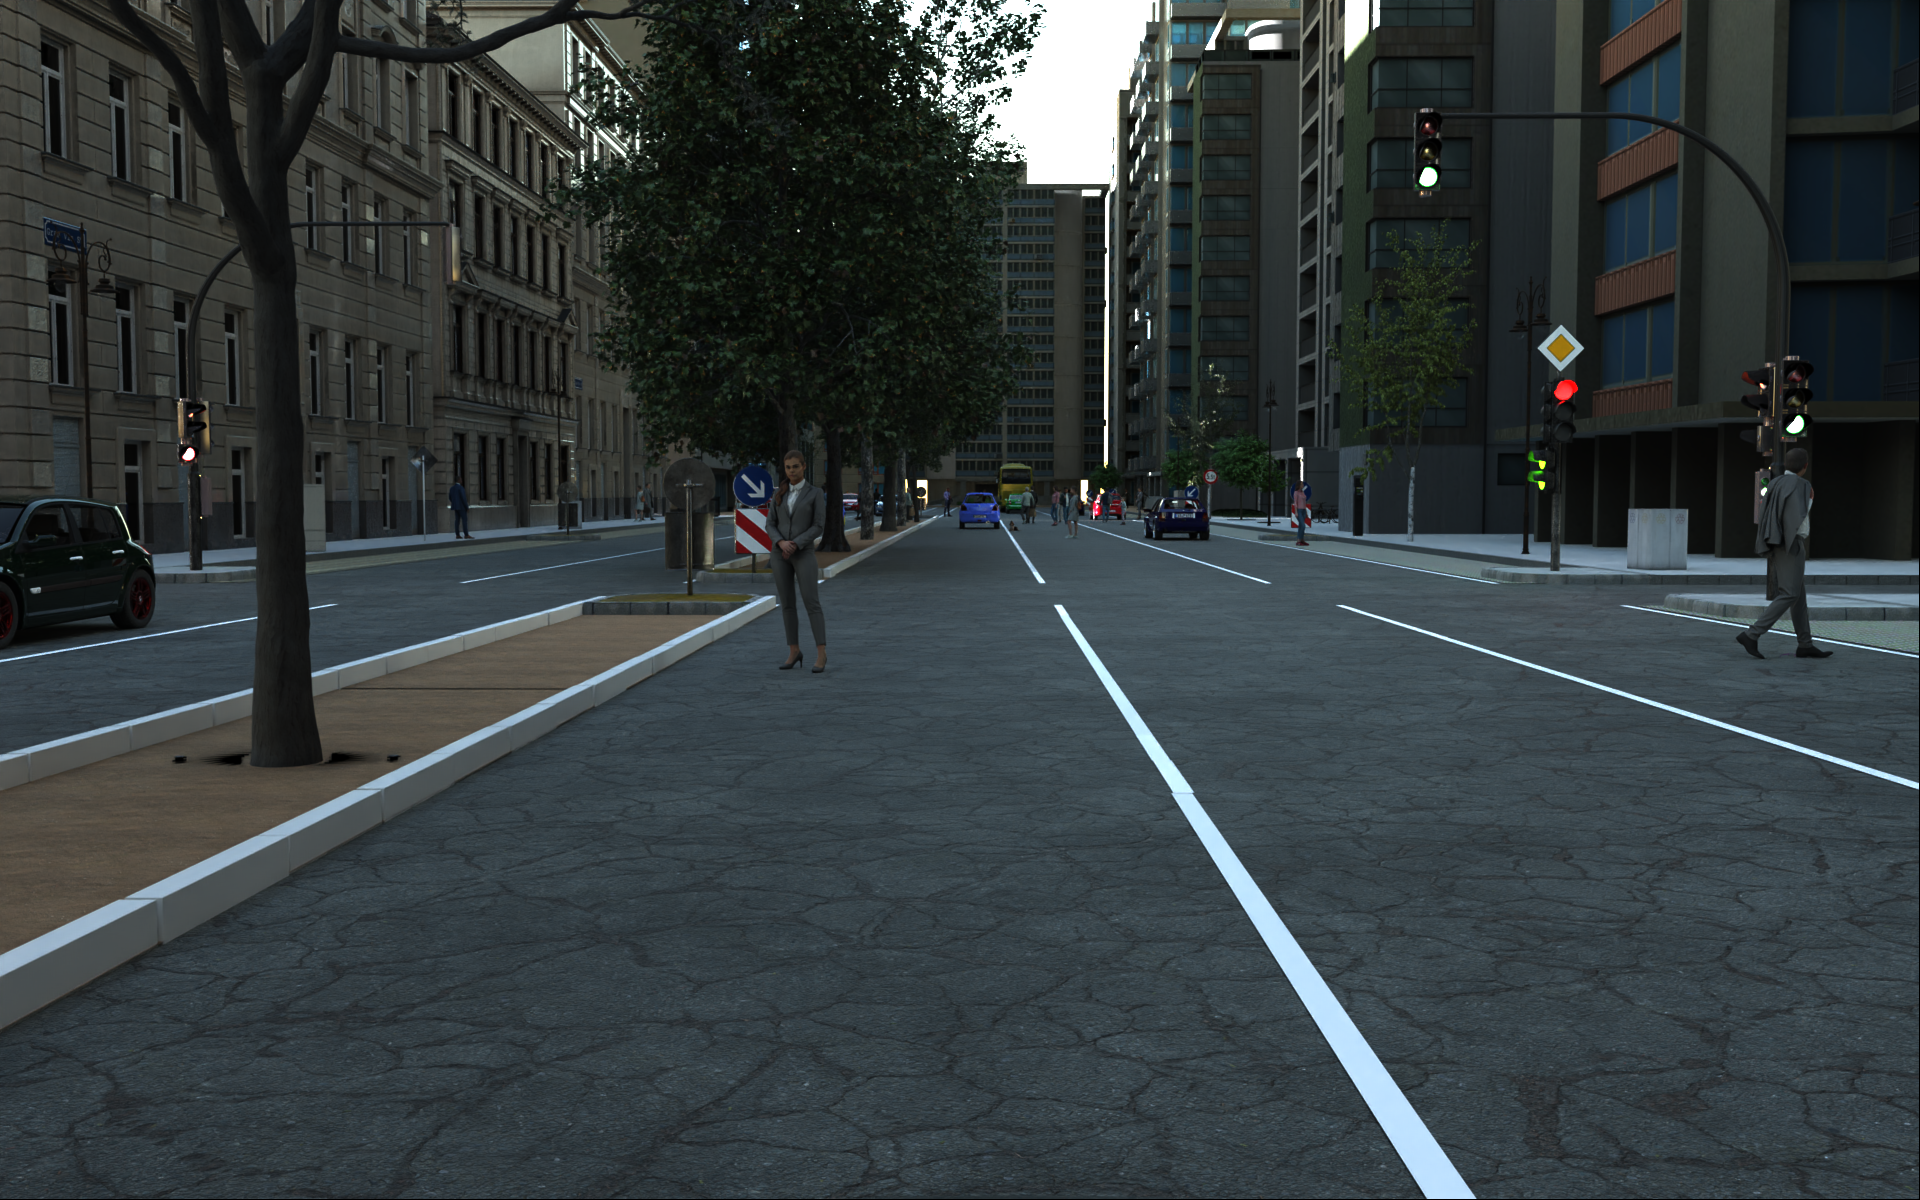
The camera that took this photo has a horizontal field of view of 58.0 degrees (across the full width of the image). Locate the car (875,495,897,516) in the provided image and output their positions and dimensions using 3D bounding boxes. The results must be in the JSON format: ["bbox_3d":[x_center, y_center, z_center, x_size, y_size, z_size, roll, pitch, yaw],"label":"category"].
[{"bbox_3d":[-4.562,-6.199,113.356,2.014,1.417,4.499,0,4,1],"label":"car"}]

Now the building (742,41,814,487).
[{"bbox_3d":[-30.766,-52.192,166.018,31.000,86.520,22.319,0,4,1],"label":"building"}]

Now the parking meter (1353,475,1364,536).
[{"bbox_3d":[12.230,-2.903,53.172,0.255,1.863,0.399,0,4,3],"label":"parking meter"}]

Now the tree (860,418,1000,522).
[{"bbox_3d":[-2.161,-9.236,87.876,8.767,10.594,7.601,0,4,1],"label":"tree"}]

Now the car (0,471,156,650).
[{"bbox_3d":[-9.612,-0.447,17.102,2.009,1.686,4.222,0,4,2],"label":"car"}]

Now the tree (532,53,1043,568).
[{"bbox_3d":[-3.210,-6.896,32.219,9.611,12.733,9.660,0,3,0],"label":"tree"}]

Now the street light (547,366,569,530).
[{"bbox_3d":[-14.464,-5.488,62.510,0.468,5.910,1.993,0,4,1],"label":"street light"}]

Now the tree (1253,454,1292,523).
[{"bbox_3d":[13.559,-5.008,76.486,1.663,3.219,1.824,0,3,0],"label":"tree"}]

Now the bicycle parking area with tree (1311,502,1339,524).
[{"bbox_3d":[19.345,-5.484,76.672,8.231,4.147,9.016,-2,4,-31],"label":"bicycle parking area with tree"}]

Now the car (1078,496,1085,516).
[{"bbox_3d":[7.487,-6.379,116.881,1.945,1.354,3.894,0,4,2],"label":"car"}]

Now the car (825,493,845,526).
[{"bbox_3d":[-5.947,-3.996,74.927,1.945,1.707,3.694,0,4,2],"label":"car"}]

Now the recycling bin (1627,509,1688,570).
[{"bbox_3d":[11.912,-1.042,29.585,0.722,1.027,0.722,-1,4,-11],"label":"recycling bin"}]

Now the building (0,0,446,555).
[{"bbox_3d":[-22.634,-15.030,43.002,12.463,27.353,25.104,0,4,1],"label":"building"}]

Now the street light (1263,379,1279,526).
[{"bbox_3d":[12.487,-5.932,69.781,0.468,5.910,1.993,0,4,1],"label":"street light"}]

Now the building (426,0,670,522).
[{"bbox_3d":[-22.549,-17.740,87.311,12.463,27.353,25.104,0,4,1],"label":"building"}]

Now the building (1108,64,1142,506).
[{"bbox_3d":[27.885,-35.190,199.064,21.600,48.544,21.300,0,4,1],"label":"building"}]

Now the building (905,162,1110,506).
[{"bbox_3d":[5.162,-31.392,205.143,23.993,40.220,32.217,0,4,1],"label":"building"}]

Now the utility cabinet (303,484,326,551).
[{"bbox_3d":[-14.654,-1.808,38.233,1.173,1.500,0.318,-2,4,-30],"label":"utility cabinet"}]

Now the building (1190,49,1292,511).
[{"bbox_3d":[22.364,-21.085,116.440,14.160,30.474,14.107,0,4,1],"label":"building"}]

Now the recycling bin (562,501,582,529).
[{"bbox_3d":[-14.408,-3.164,64.289,0.722,1.027,0.722,-1,4,-12],"label":"recycling bin"}]

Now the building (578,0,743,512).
[{"bbox_3d":[-26.671,-30.045,114.935,21.300,48.544,21.600,0,4,1],"label":"building"}]

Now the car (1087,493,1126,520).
[{"bbox_3d":[8.212,-5.349,96.502,2.155,1.783,4.494,0,4,0],"label":"car"}]

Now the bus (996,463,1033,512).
[{"bbox_3d":[4.379,-8.992,138.561,2.896,3.916,12.252,0,4,1],"label":"bus"}]

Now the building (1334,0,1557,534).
[{"bbox_3d":[20.252,-17.727,61.539,14.160,30.474,14.107,0,4,1],"label":"building"}]

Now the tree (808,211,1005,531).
[{"bbox_3d":[-2.757,-9.613,66.279,9.857,13.997,8.962,0,3,0],"label":"tree"}]

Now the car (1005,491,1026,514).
[{"bbox_3d":[4.272,-7.267,127.611,1.959,1.807,4.718,0,4,0],"label":"car"}]

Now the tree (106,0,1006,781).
[{"bbox_3d":[-3.545,-5.860,8.634,12.009,13.543,11.850,0,3,0],"label":"tree"}]

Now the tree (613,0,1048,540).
[{"bbox_3d":[-4.109,-11.998,54.515,12.611,20.169,13.585,0,3,0],"label":"tree"}]

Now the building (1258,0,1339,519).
[{"bbox_3d":[28.065,-39.988,92.062,20.563,71.187,20.611,0,4,1],"label":"building"}]

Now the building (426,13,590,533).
[{"bbox_3d":[-21.329,-12.279,65.391,10.561,19.102,19.286,0,4,1],"label":"building"}]

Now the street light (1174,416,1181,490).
[{"bbox_3d":[12.944,-7.948,102.742,0.468,5.910,1.993,0,4,1],"label":"street light"}]

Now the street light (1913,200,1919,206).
[{"bbox_3d":[11.811,-2.912,20.404,0.468,5.910,1.993,0,4,1],"label":"street light"}]

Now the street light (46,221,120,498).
[{"bbox_3d":[-14.933,-3.476,29.627,0.468,5.910,1.993,0,4,1],"label":"street light"}]

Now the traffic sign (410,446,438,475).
[{"bbox_3d":[-14.603,-2.901,47.157,0.795,2.593,0.064,0,4,6],"label":"traffic sign"}]

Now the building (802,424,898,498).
[{"bbox_3d":[-21.514,-21.941,203.768,28.899,21.520,27.650,0,4,1],"label":"building"}]

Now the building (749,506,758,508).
[{"bbox_3d":[-32.311,-27.287,138.018,32.217,40.220,23.993,0,4,1],"label":"building"}]

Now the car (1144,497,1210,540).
[{"bbox_3d":[6.876,-2.605,55.172,1.945,1.354,3.894,0,4,0],"label":"car"}]

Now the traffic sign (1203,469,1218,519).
[{"bbox_3d":[12.762,-5.388,88.206,0.768,2.556,0.104,0,4,8],"label":"traffic sign"}]

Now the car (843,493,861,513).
[{"bbox_3d":[-8.407,-7.527,132.099,2.155,1.783,4.494,0,4,1],"label":"car"}]

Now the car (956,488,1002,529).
[{"bbox_3d":[0.814,-3.854,72.598,1.945,1.707,3.694,0,4,0],"label":"car"}]

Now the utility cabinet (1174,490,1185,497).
[{"bbox_3d":[12.679,-5.559,99.574,0.318,1.500,1.173,2,4,35],"label":"utility cabinet"}]

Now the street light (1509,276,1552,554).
[{"bbox_3d":[12.108,-3.921,36.897,0.468,5.910,1.993,0,4,1],"label":"street light"}]

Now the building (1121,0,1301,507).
[{"bbox_3d":[27.630,-33.174,161.997,23.786,49.044,30.456,0,4,1],"label":"building"}]

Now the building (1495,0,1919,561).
[{"bbox_3d":[28.743,-23.660,41.464,28.867,44.769,22.147,0,4,1],"label":"building"}]

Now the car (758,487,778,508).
[{"bbox_3d":[-9.400,-5.048,91.211,2.281,1.827,5.304,0,4,1],"label":"car"}]

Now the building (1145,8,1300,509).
[{"bbox_3d":[31.347,-27.105,135.043,32.217,40.220,23.993,0,4,1],"label":"building"}]
